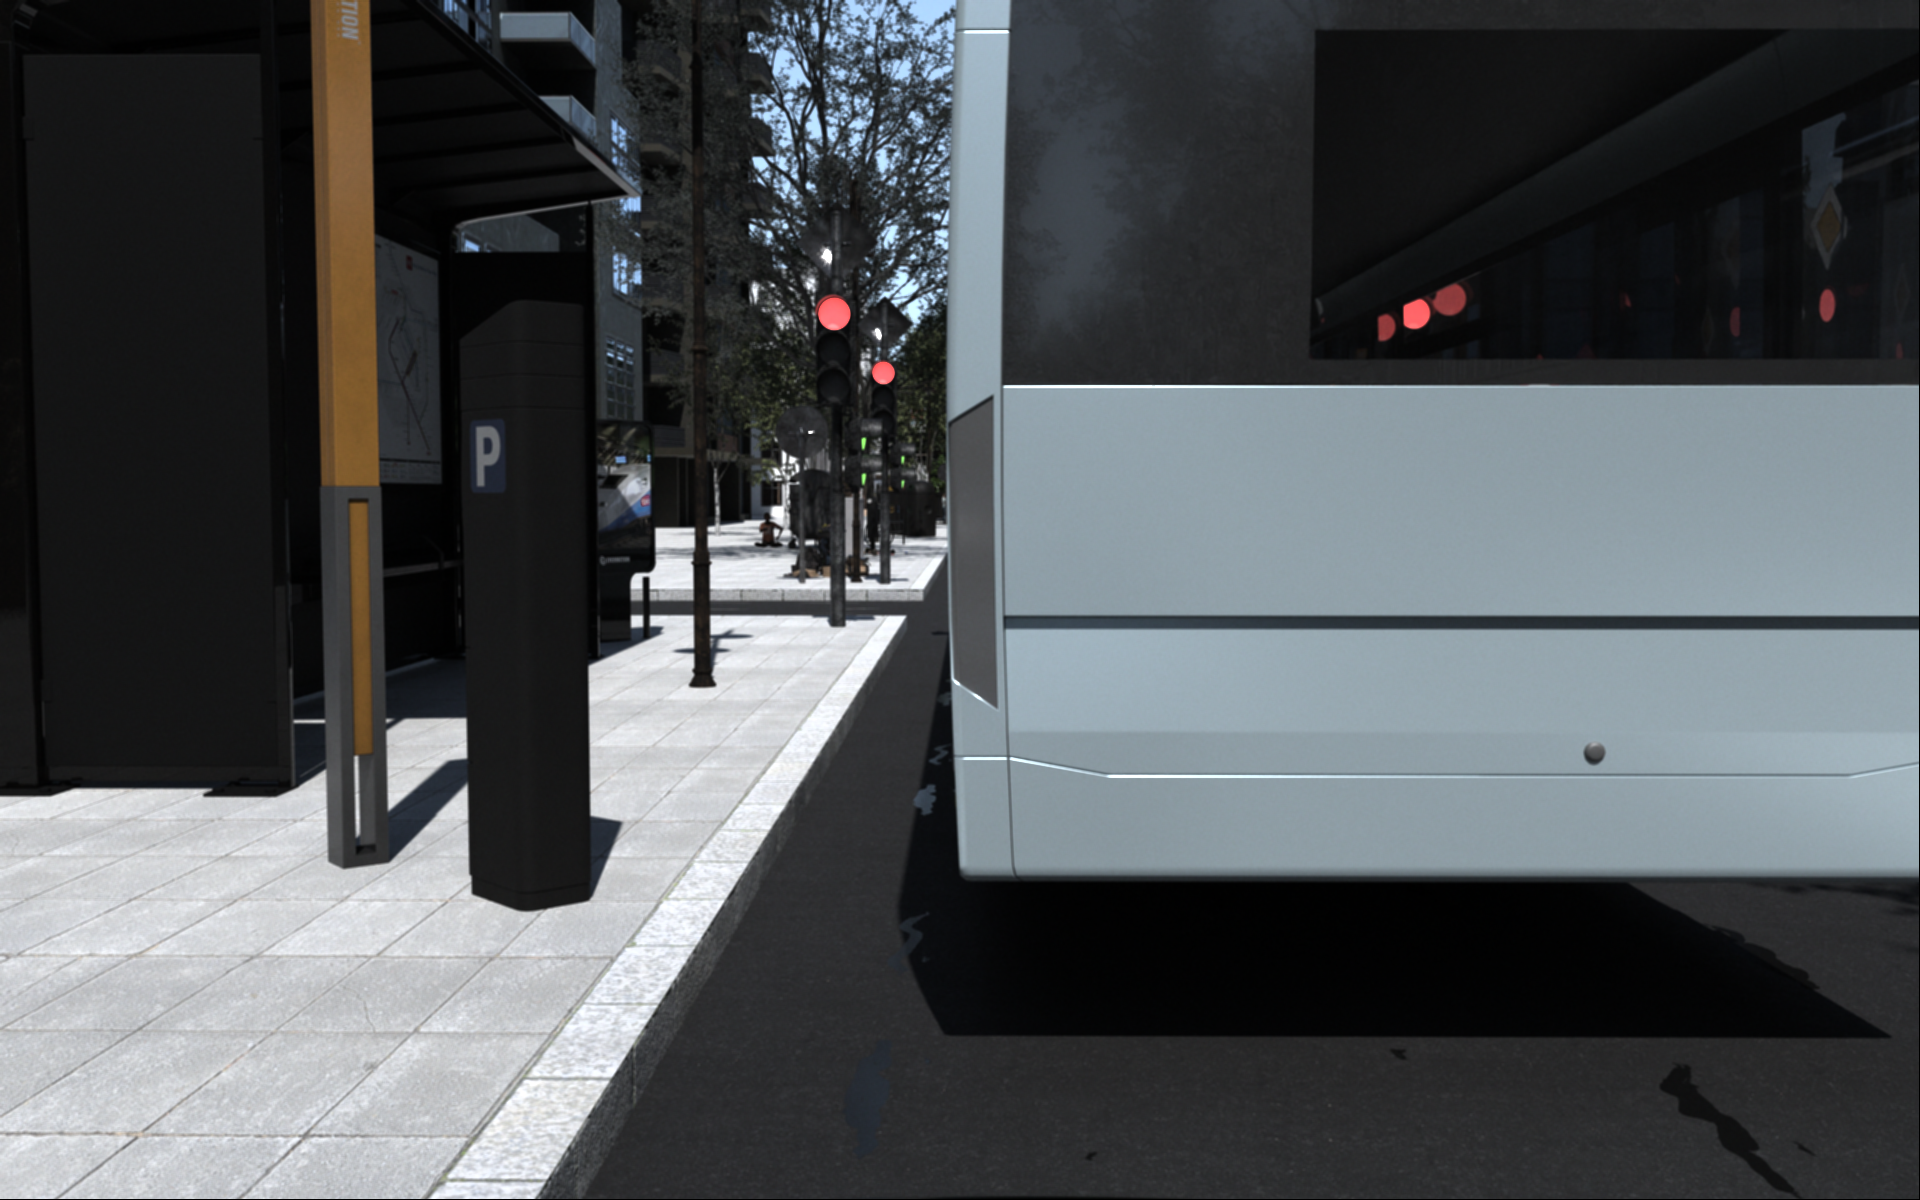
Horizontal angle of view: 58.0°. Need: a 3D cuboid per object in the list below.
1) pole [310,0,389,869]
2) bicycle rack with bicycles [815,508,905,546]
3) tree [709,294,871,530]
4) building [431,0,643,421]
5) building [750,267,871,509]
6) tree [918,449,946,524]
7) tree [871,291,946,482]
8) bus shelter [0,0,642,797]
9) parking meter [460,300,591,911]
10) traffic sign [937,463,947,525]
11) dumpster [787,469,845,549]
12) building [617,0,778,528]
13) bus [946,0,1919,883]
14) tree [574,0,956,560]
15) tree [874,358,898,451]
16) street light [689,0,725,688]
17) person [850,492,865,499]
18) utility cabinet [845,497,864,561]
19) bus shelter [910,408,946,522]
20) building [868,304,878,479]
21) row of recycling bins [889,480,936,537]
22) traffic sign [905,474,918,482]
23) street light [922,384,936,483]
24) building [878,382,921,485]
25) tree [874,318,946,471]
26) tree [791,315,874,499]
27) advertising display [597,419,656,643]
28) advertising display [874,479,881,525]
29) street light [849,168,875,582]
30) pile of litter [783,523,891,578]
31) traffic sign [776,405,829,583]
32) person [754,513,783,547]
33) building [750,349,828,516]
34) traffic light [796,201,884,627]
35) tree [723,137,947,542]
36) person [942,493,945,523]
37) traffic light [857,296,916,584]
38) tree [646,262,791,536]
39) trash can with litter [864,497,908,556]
[{"bbox_3d":[-2.095,-0.739,5.931,0.158,3.312,0.155,0,3,0],"label":"pole"},{"bbox_3d":[-2.675,-1.837,43.410,2.852,0.926,2.925,1,4,15],"label":"bicycle rack with bicycles"},{"bbox_3d":[-6.438,-6.799,61.527,4.737,8.622,4.395,0,3,0],"label":"tree"},{"bbox_3d":[-21.044,-44.851,45.993,22.319,86.520,31.000,0,4,1],"label":"building"},{"bbox_3d":[-15.401,-17.669,145.312,16.016,20.091,11.380,0,4,1],"label":"building"},{"bbox_3d":[-0.743,-4.824,73.475,1.663,3.219,1.824,0,3,0],"label":"tree"},{"bbox_3d":[-1.206,-6.907,63.296,4.737,8.622,4.395,0,3,0],"label":"tree"},{"bbox_3d":[-3.352,-1.169,10.401,1.731,3.624,6.357,0,4,1],"label":"bus shelter"},{"bbox_3d":[-1.375,0.015,5.473,0.255,1.863,0.399,-3,5,-43],"label":"parking meter"},{"bbox_3d":[-0.568,-4.380,71.713,0.768,2.556,0.104,0,4,4],"label":"traffic sign"},{"bbox_3d":[-3.399,-2.145,40.831,1.264,1.857,1.865,0,4,1],"label":"dumpster"},{"bbox_3d":[-20.165,-25.842,77.136,22.147,44.769,28.867,0,4,1],"label":"building"},{"bbox_3d":[1.305,-0.970,10.714,2.948,3.499,13.247,0,4,0],"label":"bus"},{"bbox_3d":[-2.434,-7.524,33.388,12.009,13.543,11.850,0,3,0],"label":"tree"},{"bbox_3d":[-5.543,-7.902,79.554,4.360,8.622,3.978,0,3,0],"label":"tree"},{"bbox_3d":[-1.718,-2.361,11.384,0.468,5.910,1.993,0,4,1],"label":"street light"},{"bbox_3d":[-7.584,-7.373,127.306,1.217,1.743,0.721,1,4,13],"label":"person"},{"bbox_3d":[-1.990,-1.291,32.274,0.306,1.237,1.020,0,4,5],"label":"utility cabinet"},{"bbox_3d":[-1.187,-6.444,82.997,2.179,5.291,8.768,0,4,1],"label":"bus shelter"},{"bbox_3d":[-24.096,-17.986,160.534,31.486,18.905,16.747,0,4,1],"label":"building"},{"bbox_3d":[-1.484,-2.842,53.585,1.069,1.692,3.534,-1,4,-15],"label":"row of recycling bins"},{"bbox_3d":[-2.708,-5.806,95.041,0.768,2.556,0.104,1,4,10],"label":"traffic sign"},{"bbox_3d":[-1.050,-5.292,59.313,0.468,5.910,1.993,0,4,1],"label":"street light"},{"bbox_3d":[-5.880,-20.414,200.233,31.486,18.905,16.747,0,4,1],"label":"building"},{"bbox_3d":[-1.099,-11.667,107.764,9.611,12.733,9.660,0,3,0],"label":"tree"},{"bbox_3d":[-5.782,-7.138,67.072,4.360,8.622,3.978,0,3,0],"label":"tree"},{"bbox_3d":[-3.032,-0.600,15.032,0.123,1.923,0.974,2,4,35],"label":"advertising display"},{"bbox_3d":[-3.356,-4.068,71.722,0.123,1.923,0.974,-2,4,-29],"label":"advertising display"},{"bbox_3d":[-1.506,-3.196,25.039,0.468,5.910,1.993,0,4,1],"label":"street light"},{"bbox_3d":[-1.911,-0.806,27.149,1.719,0.858,1.176,0,4,-6],"label":"pile of litter"},{"bbox_3d":[-2.267,-1.513,24.845,0.768,2.556,0.104,0,4,3],"label":"traffic sign"},{"bbox_3d":[-4.612,-1.689,41.947,0.859,0.850,0.655,0,4,-7],"label":"person"},{"bbox_3d":[-13.119,-10.544,114.549,9.099,9.664,28.070,0,4,1],"label":"building"},{"bbox_3d":[-1.163,-1.696,16.650,0.839,4.253,0.868,0,4,1],"label":"traffic light"},{"bbox_3d":[-2.630,-6.814,45.816,7.601,10.594,8.767,0,4,7],"label":"tree"},{"bbox_3d":[-0.642,-4.019,75.662,0.340,1.345,0.435,-3,5,-41],"label":"person"},{"bbox_3d":[-1.050,-2.184,24.635,0.839,4.253,0.868,0,4,1],"label":"traffic light"},{"bbox_3d":[-7.418,-6.256,52.652,4.360,8.622,3.978,0,3,0],"label":"tree"},{"bbox_3d":[-1.927,-1.569,36.714,1.678,1.210,2.233,0,4,-7],"label":"trash can with litter"}]
